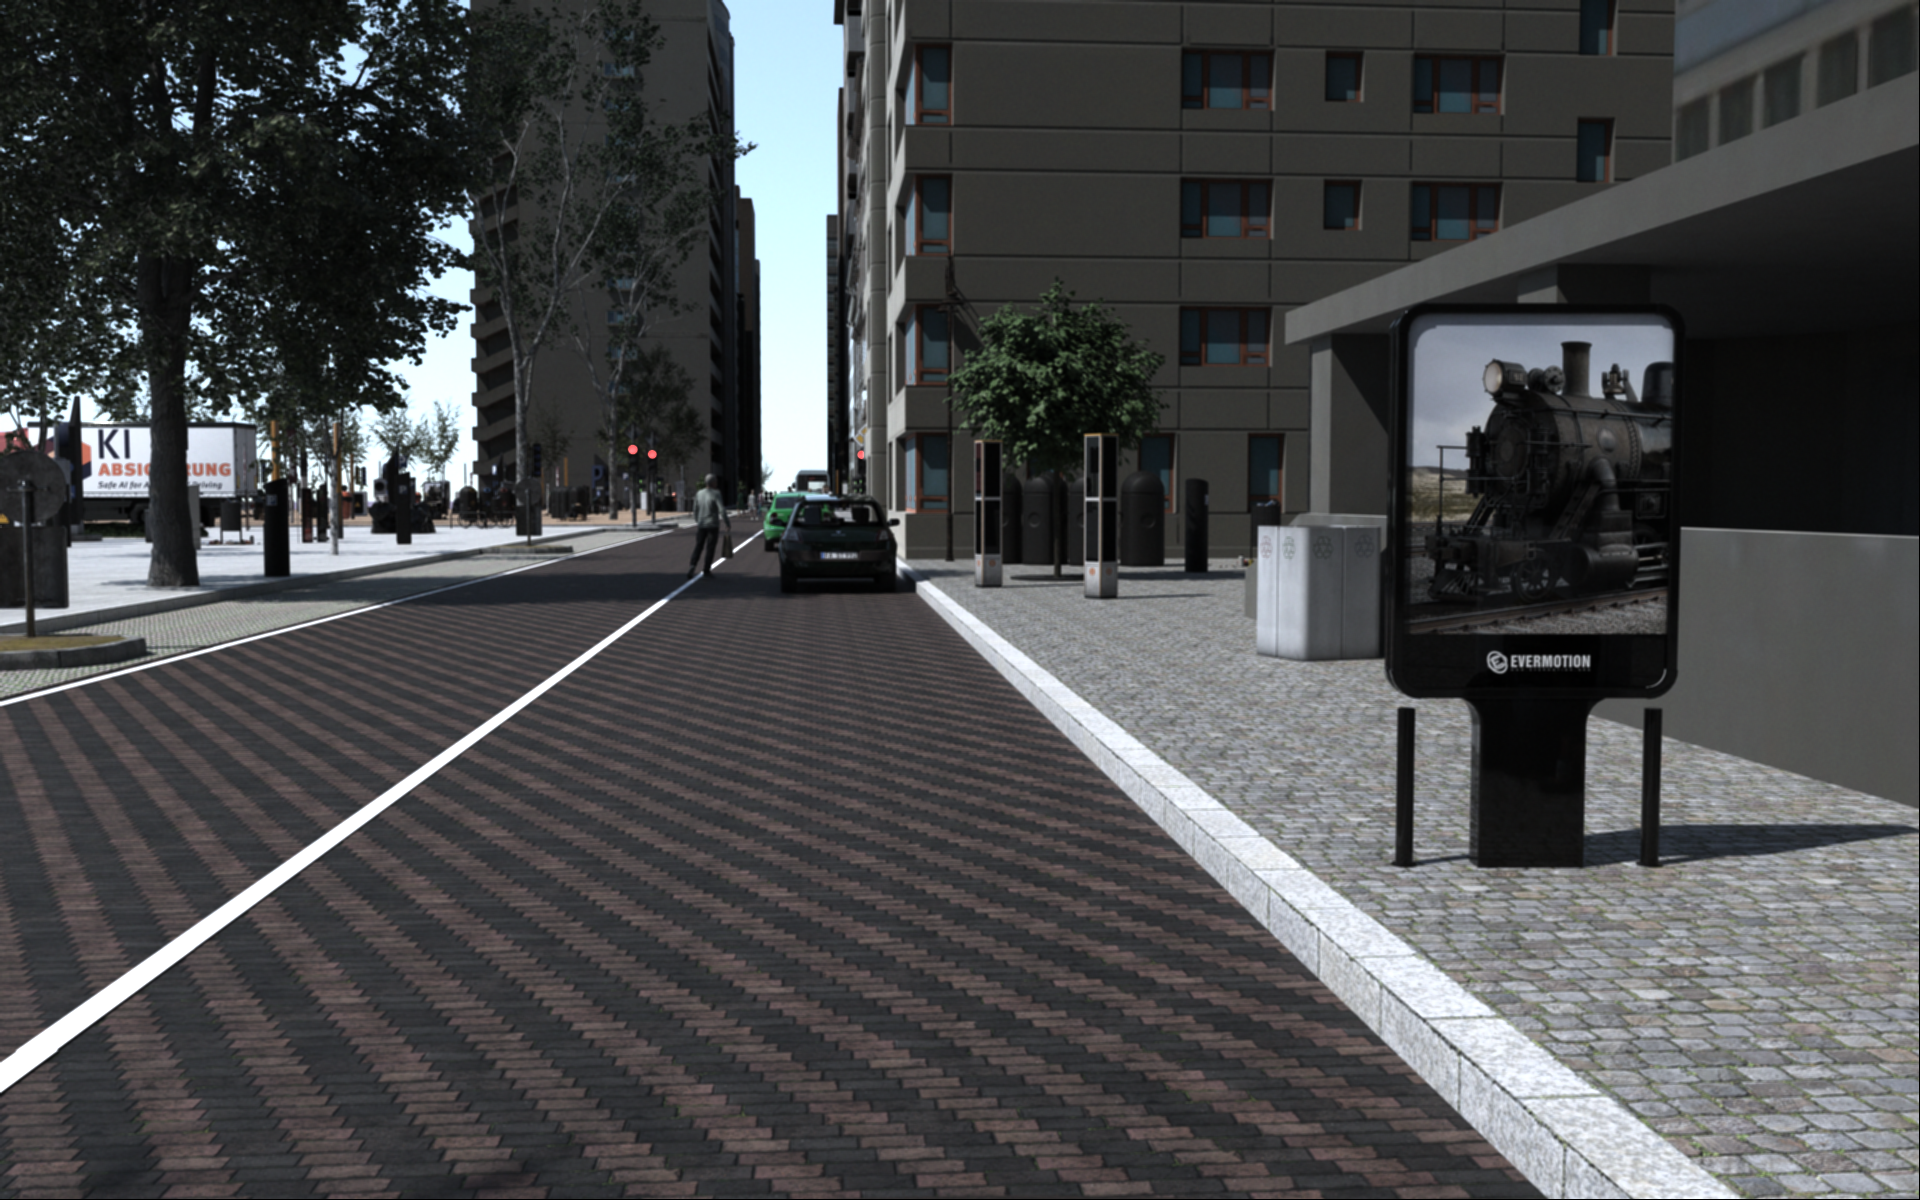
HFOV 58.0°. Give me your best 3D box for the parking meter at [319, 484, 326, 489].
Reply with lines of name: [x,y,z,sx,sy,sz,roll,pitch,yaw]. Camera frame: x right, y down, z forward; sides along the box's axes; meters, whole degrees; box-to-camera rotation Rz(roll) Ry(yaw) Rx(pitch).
parking meter: [-35.323,-5.527,96.080,0.399,1.863,0.255,1,4,16]

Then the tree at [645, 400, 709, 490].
tree: [-21.078,-11.054,131.095,4.360,8.622,3.978,0,3,0]

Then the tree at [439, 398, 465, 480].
tree: [-39.213,-11.009,130.363,4.737,8.622,4.395,0,3,0]

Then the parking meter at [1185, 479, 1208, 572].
parking meter: [3.889,-1.226,28.458,0.372,1.533,0.369,0,3,0]

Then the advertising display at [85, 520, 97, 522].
advertising display: [-40.331,-4.581,80.114,0.974,1.923,0.123,1,4,17]

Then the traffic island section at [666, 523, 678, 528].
traffic island section: [-13.206,-3.196,74.540,2.009,0.180,2.903,0,4,-5]

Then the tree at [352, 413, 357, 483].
tree: [-44.628,-10.759,126.265,4.737,8.622,4.395,0,3,0]

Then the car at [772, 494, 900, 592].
car: [-1.906,-1.036,26.732,2.009,1.686,4.222,0,4,-5]

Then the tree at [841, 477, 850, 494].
tree: [-9.782,-9.665,152.632,1.663,3.219,1.824,0,3,0]

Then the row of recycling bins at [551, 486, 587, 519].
row of recycling bins: [-20.438,-5.087,90.291,1.069,1.692,3.534,-2,4,-33]

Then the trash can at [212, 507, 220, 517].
trash can: [-41.284,-5.184,96.406,0.748,1.137,0.748,0,3,0]

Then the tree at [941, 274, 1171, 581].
tree: [1.450,-2.597,26.169,4.285,4.588,4.351,0,3,0]

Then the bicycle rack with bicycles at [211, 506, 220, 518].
bicycle rack with bicycles: [-40.471,-4.871,93.030,2.925,0.926,2.852,-1,4,-16]

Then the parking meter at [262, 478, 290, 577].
parking meter: [-10.678,-1.140,27.043,0.372,1.533,0.369,0,3,0]

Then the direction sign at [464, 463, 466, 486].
direction sign: [-36.087,-8.219,126.378,0.379,3.537,0.876,-1,4,-21]

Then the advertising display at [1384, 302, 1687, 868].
advertising display: [1.956,-0.044,5.931,0.974,1.923,0.123,0,4,0]

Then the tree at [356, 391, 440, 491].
tree: [-38.807,-10.360,119.746,4.737,8.622,4.395,0,3,0]

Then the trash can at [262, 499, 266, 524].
trash can: [-21.199,-2.564,53.575,0.748,1.137,0.748,0,3,0]

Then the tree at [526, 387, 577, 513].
tree: [-28.588,-10.375,119.991,4.360,8.622,3.978,0,3,0]

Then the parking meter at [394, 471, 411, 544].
parking meter: [-14.265,-2.361,44.316,0.399,1.863,0.255,-1,4,-19]

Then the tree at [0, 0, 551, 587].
tree: [-10.907,-7.169,23.861,9.857,13.997,8.962,0,3,0]

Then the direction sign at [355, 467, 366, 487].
direction sign: [-49.741,-9.284,143.797,0.876,3.537,0.379,0,4,-6]

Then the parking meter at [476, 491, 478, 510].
parking meter: [-37.749,-7.735,134.884,0.372,1.533,0.369,0,3,0]

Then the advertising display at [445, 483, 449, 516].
advertising display: [-30.283,-5.930,102.172,0.123,1.923,0.974,-1,4,-8]

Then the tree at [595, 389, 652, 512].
tree: [-23.050,-10.403,120.458,4.737,8.622,4.395,0,3,0]

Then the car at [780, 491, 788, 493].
car: [-24.120,-14.104,239.265,2.281,1.827,5.304,0,4,-5]

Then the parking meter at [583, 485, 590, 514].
parking meter: [-24.079,-6.476,111.595,0.399,1.863,0.255,1,4,18]

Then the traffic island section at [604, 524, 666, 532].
traffic island section: [-12.533,-2.710,66.583,2.009,0.180,2.903,0,4,-5]

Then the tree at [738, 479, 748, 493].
tree: [-28.222,-14.011,223.679,1.663,3.219,1.824,0,3,0]

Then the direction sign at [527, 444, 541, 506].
direction sign: [-19.212,-5.241,77.683,0.876,3.537,0.379,-2,4,-35]

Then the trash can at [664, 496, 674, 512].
trash can: [-20.925,-6.903,124.520,0.748,1.137,0.748,0,3,0]

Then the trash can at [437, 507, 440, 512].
trash can: [-32.842,-5.913,108.339,0.748,1.137,0.748,0,3,0]

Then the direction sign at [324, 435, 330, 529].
direction sign: [-23.360,-4.395,63.855,0.379,3.537,0.876,-2,4,-26]

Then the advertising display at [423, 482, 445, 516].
advertising display: [-27.726,-5.254,91.118,0.974,1.923,0.123,0,4,1]

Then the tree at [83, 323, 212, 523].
tree: [-35.486,-7.585,74.369,4.737,8.622,4.395,0,3,0]

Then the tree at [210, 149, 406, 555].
tree: [-13.325,-5.259,36.344,4.360,8.622,3.978,0,3,0]

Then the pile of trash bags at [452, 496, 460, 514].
pile of trash bags: [-33.339,-6.183,110.850,3.447,1.369,1.912,0,4,-3]

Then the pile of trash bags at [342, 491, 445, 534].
pile of trash bags: [-18.902,-2.875,56.761,3.447,1.369,1.912,1,4,9]

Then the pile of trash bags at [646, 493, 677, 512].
pile of trash bags: [-21.523,-7.166,126.921,1.912,1.369,3.447,1,4,17]

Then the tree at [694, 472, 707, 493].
tree: [-22.153,-9.433,148.830,1.663,3.219,1.824,0,3,0]

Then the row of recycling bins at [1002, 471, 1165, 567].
row of recycling bins: [2.003,-1.482,31.337,3.534,1.692,1.069,2,4,24]

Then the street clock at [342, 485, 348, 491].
street clock: [-49.614,-8.259,139.596,0.471,2.002,0.358,0,4,-1]

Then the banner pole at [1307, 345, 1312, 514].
banner pole: [5.503,-2.248,26.768,0.401,3.779,0.863,-1,4,-12]

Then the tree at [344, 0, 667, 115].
tree: [-13.527,-12.303,57.050,12.611,20.169,13.585,0,3,0]

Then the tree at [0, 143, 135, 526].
tree: [-18.970,-5.179,35.037,4.360,8.622,3.978,0,3,0]

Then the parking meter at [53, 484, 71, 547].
parking meter: [-21.663,-2.040,41.766,0.372,1.533,0.369,0,3,0]

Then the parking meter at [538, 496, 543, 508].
parking meter: [-34.319,-8.313,141.624,0.255,1.863,0.399,1,4,23]

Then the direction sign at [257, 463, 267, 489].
direction sign: [-49.847,-8.039,123.434,0.876,3.537,0.379,0,4,4]

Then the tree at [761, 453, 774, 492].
tree: [-35.207,-21.801,306.810,4.360,8.622,3.978,0,3,0]

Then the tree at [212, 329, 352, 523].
tree: [-29.546,-7.665,75.689,4.737,8.622,4.395,0,3,0]

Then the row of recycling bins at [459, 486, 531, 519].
row of recycling bins: [-23.877,-5.007,88.970,3.534,1.692,1.069,-1,4,-20]

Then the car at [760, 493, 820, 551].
car: [-4.163,-2.194,44.667,1.959,1.807,4.718,0,4,-6]

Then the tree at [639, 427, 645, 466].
tree: [-24.516,-11.783,143.018,4.360,8.622,3.978,0,3,0]

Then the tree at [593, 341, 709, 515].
tree: [-18.529,-10.404,104.514,7.601,10.594,8.767,-3,5,-39]
